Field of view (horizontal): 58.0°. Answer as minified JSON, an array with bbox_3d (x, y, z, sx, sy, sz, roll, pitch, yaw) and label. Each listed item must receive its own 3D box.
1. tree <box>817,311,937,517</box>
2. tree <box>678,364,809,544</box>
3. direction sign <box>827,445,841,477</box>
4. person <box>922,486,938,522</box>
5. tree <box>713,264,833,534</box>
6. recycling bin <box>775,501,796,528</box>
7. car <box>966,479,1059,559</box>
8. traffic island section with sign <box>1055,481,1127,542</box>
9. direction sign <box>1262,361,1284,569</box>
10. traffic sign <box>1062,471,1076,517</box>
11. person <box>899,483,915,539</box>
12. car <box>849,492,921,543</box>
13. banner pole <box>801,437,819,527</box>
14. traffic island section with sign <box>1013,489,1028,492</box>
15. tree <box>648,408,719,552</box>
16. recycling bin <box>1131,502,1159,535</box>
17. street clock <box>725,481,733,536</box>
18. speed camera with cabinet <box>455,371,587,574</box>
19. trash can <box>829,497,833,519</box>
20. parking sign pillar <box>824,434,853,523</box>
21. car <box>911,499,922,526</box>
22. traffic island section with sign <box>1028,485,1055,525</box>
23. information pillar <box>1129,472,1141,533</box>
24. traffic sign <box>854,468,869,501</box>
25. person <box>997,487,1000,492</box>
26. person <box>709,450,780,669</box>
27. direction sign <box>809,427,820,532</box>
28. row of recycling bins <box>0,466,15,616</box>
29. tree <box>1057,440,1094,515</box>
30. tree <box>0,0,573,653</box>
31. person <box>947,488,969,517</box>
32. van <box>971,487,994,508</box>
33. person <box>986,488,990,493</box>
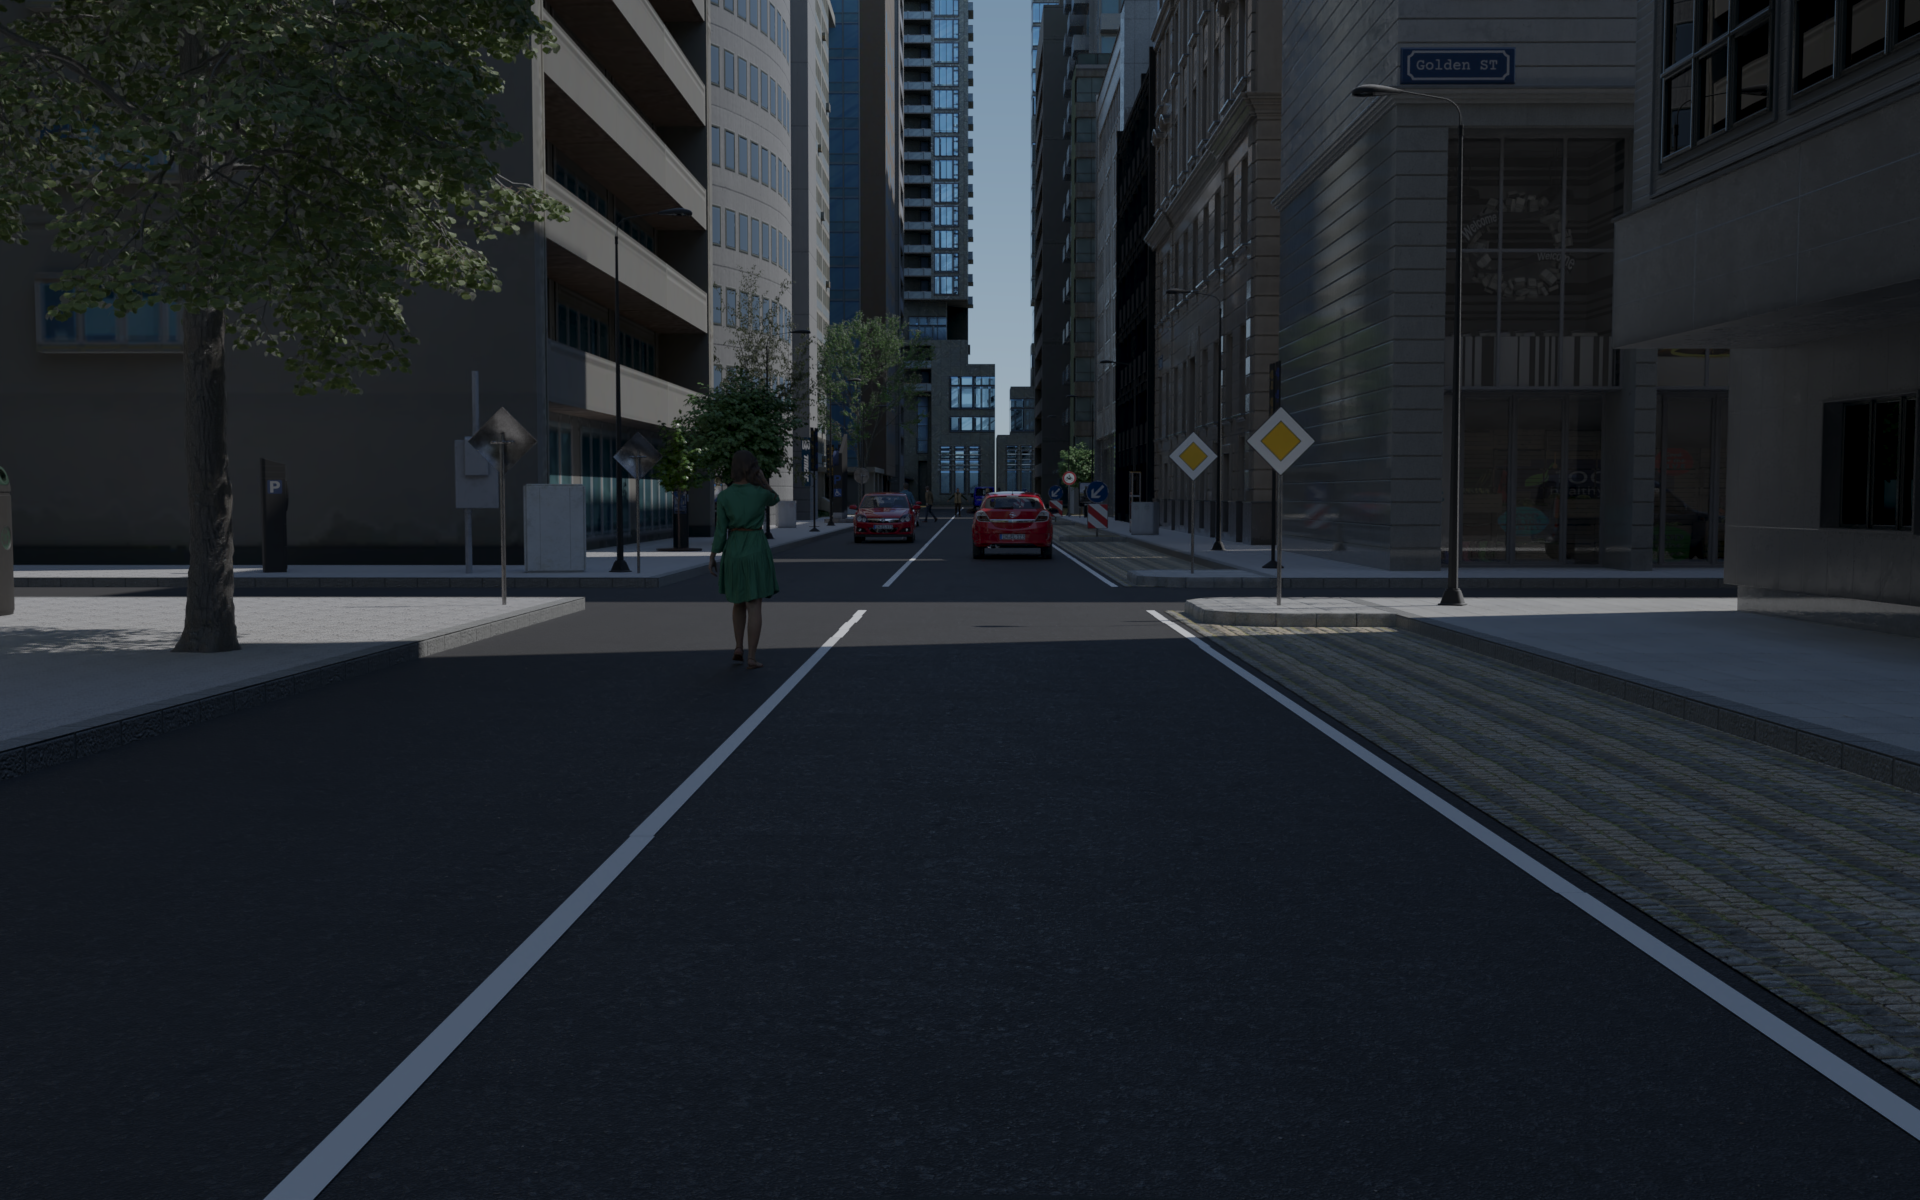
[{"bbox_3d":[-5.400,-10.457,96.732,9.928,11.665,9.643,0,3,0],"label":"tree"},{"bbox_3d":[-5.511,-3.678,43.854,4.285,4.588,4.351,0,3,0],"label":"tree"},{"bbox_3d":[-5.666,-5.338,79.273,0.876,3.537,0.379,1,4,9],"label":"direction sign"},{"bbox_3d":[-1.546,-4.871,88.044,0.836,1.842,0.656,0,4,-2],"label":"person"},{"bbox_3d":[-6.206,-6.418,55.304,4.360,8.622,3.978,0,3,0],"label":"tree"},{"bbox_3d":[-6.630,-3.263,65.910,0.722,1.027,0.722,-1,4,-13],"label":"recycling bin"},{"bbox_3d":[1.206,-1.877,39.729,2.155,1.783,4.494,0,4,2],"label":"car"},{"bbox_3d":[4.010,-2.686,52.547,1.989,1.847,2.006,0,4,1],"label":"traffic island section with sign"},{"bbox_3d":[5.419,-2.317,29.875,0.379,3.537,0.876,0,4,-1],"label":"direction sign"},{"bbox_3d":[6.093,-5.901,96.592,0.768,2.556,0.104,0,4,3],"label":"traffic sign"},{"bbox_3d":[-1.723,-2.822,54.988,0.601,1.785,0.444,0,4,2],"label":"person"},{"bbox_3d":[-2.249,-2.641,52.214,2.155,1.783,4.494,0,4,-1],"label":"car"},{"bbox_3d":[-5.840,-4.720,67.184,0.863,3.779,0.401,-3,5,-44],"label":"banner pole"},{"bbox_3d":[4.988,-9.061,156.781,1.989,1.847,2.006,0,4,1],"label":"traffic island section with sign"},{"bbox_3d":[-6.294,-2.708,38.883,1.663,3.219,1.824,0,3,0],"label":"tree"},{"bbox_3d":[5.830,-2.566,54.506,0.722,1.027,0.722,1,4,23],"label":"recycling bin"},{"bbox_3d":[-6.864,-2.900,51.986,0.471,2.002,0.358,-2,4,-26],"label":"street clock"},{"bbox_3d":[-7.167,-2.074,28.253,2.038,3.252,0.660,-1,4,-15],"label":"speed camera with cabinet"},{"bbox_3d":[-6.472,-4.793,90.013,0.748,1.137,0.748,0,3,0],"label":"trash can"},{"bbox_3d":[-5.343,-5.429,77.234,1.447,3.967,1.447,0,4,7],"label":"parking sign pillar"},{"bbox_3d":[-2.728,-4.063,75.467,2.155,1.783,4.494,0,4,1],"label":"car"},{"bbox_3d":[4.263,-4.344,79.658,1.989,1.847,2.006,0,4,1],"label":"traffic island section with sign"},{"bbox_3d":[5.796,-3.231,57.321,0.304,2.012,0.304,-1,4,-9],"label":"information pillar"},{"bbox_3d":[-4.764,-5.120,83.823,0.768,2.556,0.104,0,4,4],"label":"traffic sign"},{"bbox_3d":[2.226,-5.691,101.539,0.794,1.824,0.713,2,4,25],"label":"person"},{"bbox_3d":[-1.786,-0.344,14.366,0.600,1.795,0.529,0,4,-7],"label":"person"},{"bbox_3d":[-4.967,-4.101,59.053,0.379,3.537,0.876,1,4,11],"label":"direction sign"},{"bbox_3d":[-10.846,-0.600,16.923,1.069,1.692,3.534,1,4,14],"label":"row of recycling bins"},{"bbox_3d":[7.449,-7.505,106.416,4.285,4.588,4.351,0,3,0],"label":"tree"},{"bbox_3d":[-6.386,-5.876,14.194,7.486,12.596,7.792,0,3,0],"label":"tree"},{"bbox_3d":[-0.136,-6.185,109.722,1.348,1.812,0.705,0,4,-3],"label":"person"},{"bbox_3d":[2.079,-8.875,149.486,2.240,2.365,5.245,0,3,0],"label":"van"},{"bbox_3d":[1.755,-5.563,99.679,0.699,1.804,1.509,1,4,23],"label":"person"}]
